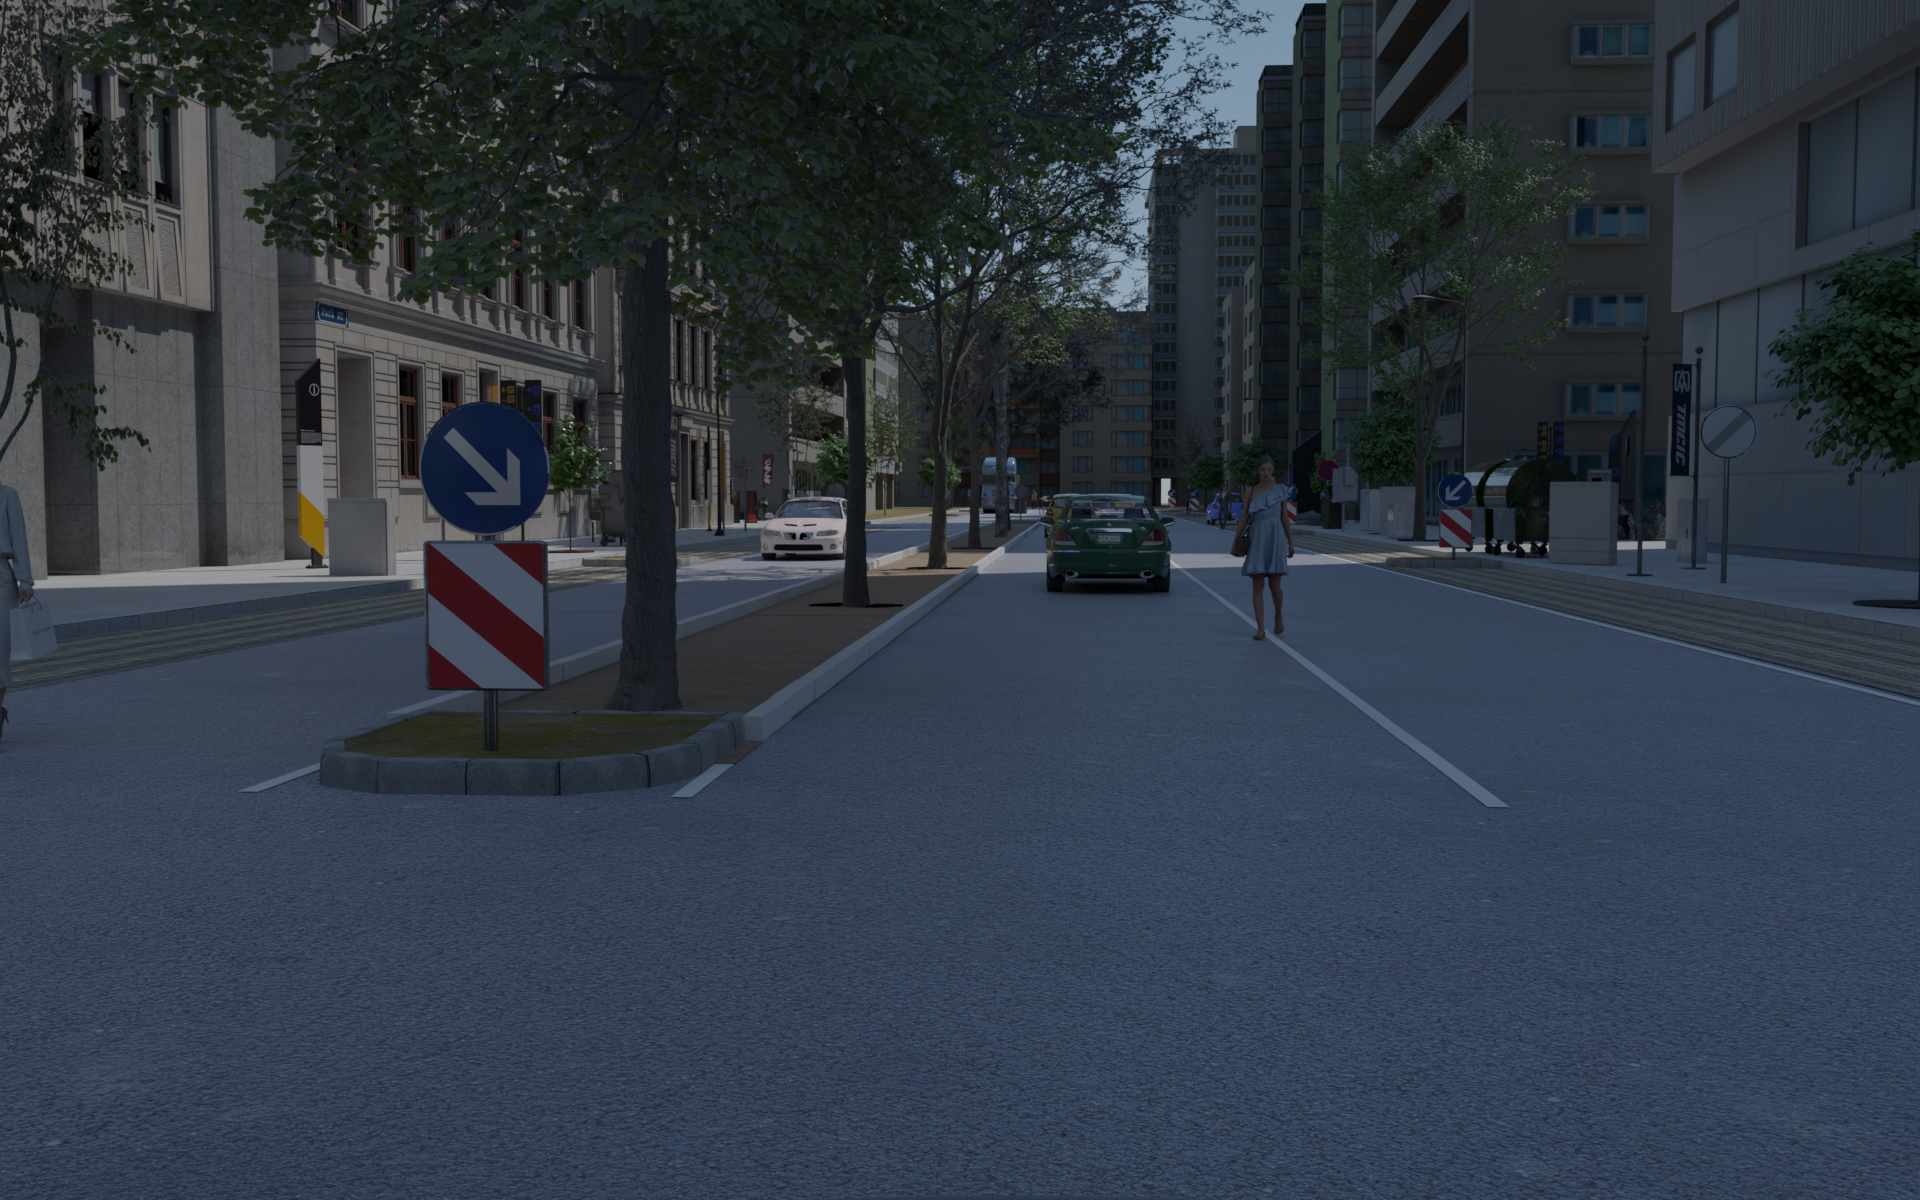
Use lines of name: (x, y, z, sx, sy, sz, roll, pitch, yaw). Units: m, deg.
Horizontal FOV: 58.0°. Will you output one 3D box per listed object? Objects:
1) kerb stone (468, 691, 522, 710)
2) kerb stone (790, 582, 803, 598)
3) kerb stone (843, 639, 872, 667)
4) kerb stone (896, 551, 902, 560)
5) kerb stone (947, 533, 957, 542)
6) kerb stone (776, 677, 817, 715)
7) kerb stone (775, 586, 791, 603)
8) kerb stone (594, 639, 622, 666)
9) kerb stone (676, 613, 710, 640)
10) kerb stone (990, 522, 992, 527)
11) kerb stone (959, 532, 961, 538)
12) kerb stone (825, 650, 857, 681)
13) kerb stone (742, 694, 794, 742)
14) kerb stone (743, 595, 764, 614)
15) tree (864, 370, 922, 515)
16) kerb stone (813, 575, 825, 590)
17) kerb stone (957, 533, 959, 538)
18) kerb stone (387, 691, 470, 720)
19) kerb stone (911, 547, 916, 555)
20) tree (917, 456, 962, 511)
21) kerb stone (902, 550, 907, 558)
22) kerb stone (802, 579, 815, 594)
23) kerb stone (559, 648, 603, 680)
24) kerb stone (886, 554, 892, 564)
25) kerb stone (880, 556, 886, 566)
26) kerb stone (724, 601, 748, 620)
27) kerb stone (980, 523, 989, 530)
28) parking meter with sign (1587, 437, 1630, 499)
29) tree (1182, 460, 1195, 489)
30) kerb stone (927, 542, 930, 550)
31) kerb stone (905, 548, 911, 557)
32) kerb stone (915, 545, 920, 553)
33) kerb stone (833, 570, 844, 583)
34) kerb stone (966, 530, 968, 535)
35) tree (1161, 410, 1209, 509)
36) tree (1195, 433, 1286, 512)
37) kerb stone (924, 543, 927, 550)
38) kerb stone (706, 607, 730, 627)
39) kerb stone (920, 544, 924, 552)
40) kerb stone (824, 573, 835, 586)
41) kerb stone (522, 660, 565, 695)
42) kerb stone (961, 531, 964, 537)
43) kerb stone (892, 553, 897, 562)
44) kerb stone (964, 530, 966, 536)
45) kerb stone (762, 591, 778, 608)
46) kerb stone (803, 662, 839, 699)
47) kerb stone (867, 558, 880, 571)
kerb stone: (-3.190, 0.644, 11.672, 0.120, 0.150, 1.000, 0, 4, 4)
kerb stone: (-2.341, -0.107, 23.941, 0.120, 0.150, 1.000, 0, 4, 4)
kerb stone: (-0.885, 0.466, 14.572, 0.120, 0.150, 1.000, 0, 4, 4)
kerb stone: (-1.411, -0.919, 37.215, 0.120, 0.150, 1.000, 0, 4, 4)
kerb stone: (-0.272, -1.920, 53.592, 0.120, 0.150, 1.000, 0, 4, 4)
kerb stone: (-1.105, 0.657, 11.507, 0.120, 0.150, 1.000, 0, 4, 4)
kerb stone: (-2.411, -0.044, 22.921, 0.120, 0.150, 1.000, 0, 4, 4)
kerb stone: (-2.977, 0.455, 14.753, 0.120, 0.150, 1.000, 0, 4, 4)
kerb stone: (-2.763, 0.268, 17.817, 0.120, 0.150, 1.000, 0, 4, 4)
kerb stone: (1.158, -3.171, 74.049, 0.120, 0.150, 1.000, 0, 4, 4)
kerb stone: (-0.132, -2.046, 55.650, 0.120, 0.150, 1.000, 0, 4, 4)
kerb stone: (-0.953, 0.529, 13.552, 0.120, 0.150, 1.000, 0, 4, 4)
kerb stone: (-1.161, 0.717, 10.486, 0.120, 0.150, 1.000, 0, 4, 4)
kerb stone: (-2.550, 0.081, 20.878, 0.120, 0.150, 1.000, 0, 4, 4)
tree: (-4.429, -9.390, 103.894, 4.737, 8.622, 4.395, 0, 3, 0)
kerb stone: (-2.193, -0.231, 25.980, 0.120, 0.150, 1.000, 0, 4, 4)
kerb stone: (-0.202, -1.983, 54.620, 0.120, 0.150, 1.000, 0, 4, 4)
kerb stone: (-3.261, 0.707, 10.641, 0.120, 0.150, 1.000, 0, 4, 4)
kerb stone: (-1.198, -1.106, 40.285, 0.120, 0.150, 1.000, 0, 4, 4)
tree: (-1.467, -10.175, 150.082, 4.285, 4.588, 4.351, 0, 3, 0)
kerb stone: (-1.341, -0.978, 38.235, 0.120, 0.150, 1.000, 0, 4, 4)
kerb stone: (-2.261, -0.169, 24.960, 0.120, 0.150, 1.000, 0, 4, 4)
kerb stone: (-3.043, 0.522, 13.727, 0.120, 0.150, 1.000, 0, 4, 4)
kerb stone: (-1.556, -0.793, 35.170, 0.120, 0.150, 1.000, 0, 4, 4)
kerb stone: (-1.627, -0.728, 34.151, 0.120, 0.150, 1.000, 0, 4, 4)
kerb stone: (-2.621, 0.143, 19.857, 0.120, 0.150, 1.000, 0, 4, 4)
kerb stone: (1.008, -3.046, 71.998, 0.120, 0.150, 1.000, 0, 4, 4)
parking meter with sign: (19.806, -3.515, 53.735, 1.738, 3.016, 0.543, 1, 4, 17)
tree: (18.030, -8.746, 126.713, 4.285, 4.588, 4.351, 0, 3, 0)
kerb stone: (-0.904, -1.358, 44.391, 0.120, 0.150, 1.000, 0, 4, 4)
kerb stone: (-1.266, -1.043, 39.256, 0.120, 0.150, 1.000, 0, 4, 4)
kerb stone: (-1.130, -1.169, 41.305, 0.120, 0.150, 1.000, 0, 4, 4)
kerb stone: (-2.049, -0.351, 28.023, 0.120, 0.150, 1.000, 0, 4, 4)
kerb stone: (0.093, -2.233, 58.709, 0.120, 0.150, 1.000, 0, 4, 4)
tree: (19.479, -12.083, 147.923, 4.360, 8.622, 3.978, 0, 3, 0)
tree: (15.619, -6.642, 92.314, 4.285, 4.588, 4.351, 0, 3, 0)
kerb stone: (-0.988, -1.294, 43.360, 0.120, 0.150, 1.000, 0, 4, 4)
kerb stone: (-2.696, 0.210, 18.838, 0.120, 0.150, 1.000, 0, 4, 4)
kerb stone: (-1.056, -1.226, 42.340, 0.120, 0.150, 1.000, 0, 4, 4)
kerb stone: (-2.125, -0.294, 27.000, 0.120, 0.150, 1.000, 0, 4, 4)
kerb stone: (-3.123, 0.581, 12.698, 0.120, 0.150, 1.000, 0, 4, 4)
kerb stone: (-0.054, -2.106, 56.669, 0.120, 0.150, 1.000, 0, 4, 4)
kerb stone: (-1.483, -0.856, 36.196, 0.120, 0.150, 1.000, 0, 4, 4)
kerb stone: (0.011, -2.168, 57.690, 0.120, 0.150, 1.000, 0, 4, 4)
kerb stone: (-2.478, 0.018, 21.900, 0.120, 0.150, 1.000, 0, 4, 4)
kerb stone: (-1.024, 0.593, 12.526, 0.120, 0.150, 1.000, 0, 4, 4)
kerb stone: (-1.698, -0.665, 33.131, 0.120, 0.150, 1.000, 0, 4, 4)
